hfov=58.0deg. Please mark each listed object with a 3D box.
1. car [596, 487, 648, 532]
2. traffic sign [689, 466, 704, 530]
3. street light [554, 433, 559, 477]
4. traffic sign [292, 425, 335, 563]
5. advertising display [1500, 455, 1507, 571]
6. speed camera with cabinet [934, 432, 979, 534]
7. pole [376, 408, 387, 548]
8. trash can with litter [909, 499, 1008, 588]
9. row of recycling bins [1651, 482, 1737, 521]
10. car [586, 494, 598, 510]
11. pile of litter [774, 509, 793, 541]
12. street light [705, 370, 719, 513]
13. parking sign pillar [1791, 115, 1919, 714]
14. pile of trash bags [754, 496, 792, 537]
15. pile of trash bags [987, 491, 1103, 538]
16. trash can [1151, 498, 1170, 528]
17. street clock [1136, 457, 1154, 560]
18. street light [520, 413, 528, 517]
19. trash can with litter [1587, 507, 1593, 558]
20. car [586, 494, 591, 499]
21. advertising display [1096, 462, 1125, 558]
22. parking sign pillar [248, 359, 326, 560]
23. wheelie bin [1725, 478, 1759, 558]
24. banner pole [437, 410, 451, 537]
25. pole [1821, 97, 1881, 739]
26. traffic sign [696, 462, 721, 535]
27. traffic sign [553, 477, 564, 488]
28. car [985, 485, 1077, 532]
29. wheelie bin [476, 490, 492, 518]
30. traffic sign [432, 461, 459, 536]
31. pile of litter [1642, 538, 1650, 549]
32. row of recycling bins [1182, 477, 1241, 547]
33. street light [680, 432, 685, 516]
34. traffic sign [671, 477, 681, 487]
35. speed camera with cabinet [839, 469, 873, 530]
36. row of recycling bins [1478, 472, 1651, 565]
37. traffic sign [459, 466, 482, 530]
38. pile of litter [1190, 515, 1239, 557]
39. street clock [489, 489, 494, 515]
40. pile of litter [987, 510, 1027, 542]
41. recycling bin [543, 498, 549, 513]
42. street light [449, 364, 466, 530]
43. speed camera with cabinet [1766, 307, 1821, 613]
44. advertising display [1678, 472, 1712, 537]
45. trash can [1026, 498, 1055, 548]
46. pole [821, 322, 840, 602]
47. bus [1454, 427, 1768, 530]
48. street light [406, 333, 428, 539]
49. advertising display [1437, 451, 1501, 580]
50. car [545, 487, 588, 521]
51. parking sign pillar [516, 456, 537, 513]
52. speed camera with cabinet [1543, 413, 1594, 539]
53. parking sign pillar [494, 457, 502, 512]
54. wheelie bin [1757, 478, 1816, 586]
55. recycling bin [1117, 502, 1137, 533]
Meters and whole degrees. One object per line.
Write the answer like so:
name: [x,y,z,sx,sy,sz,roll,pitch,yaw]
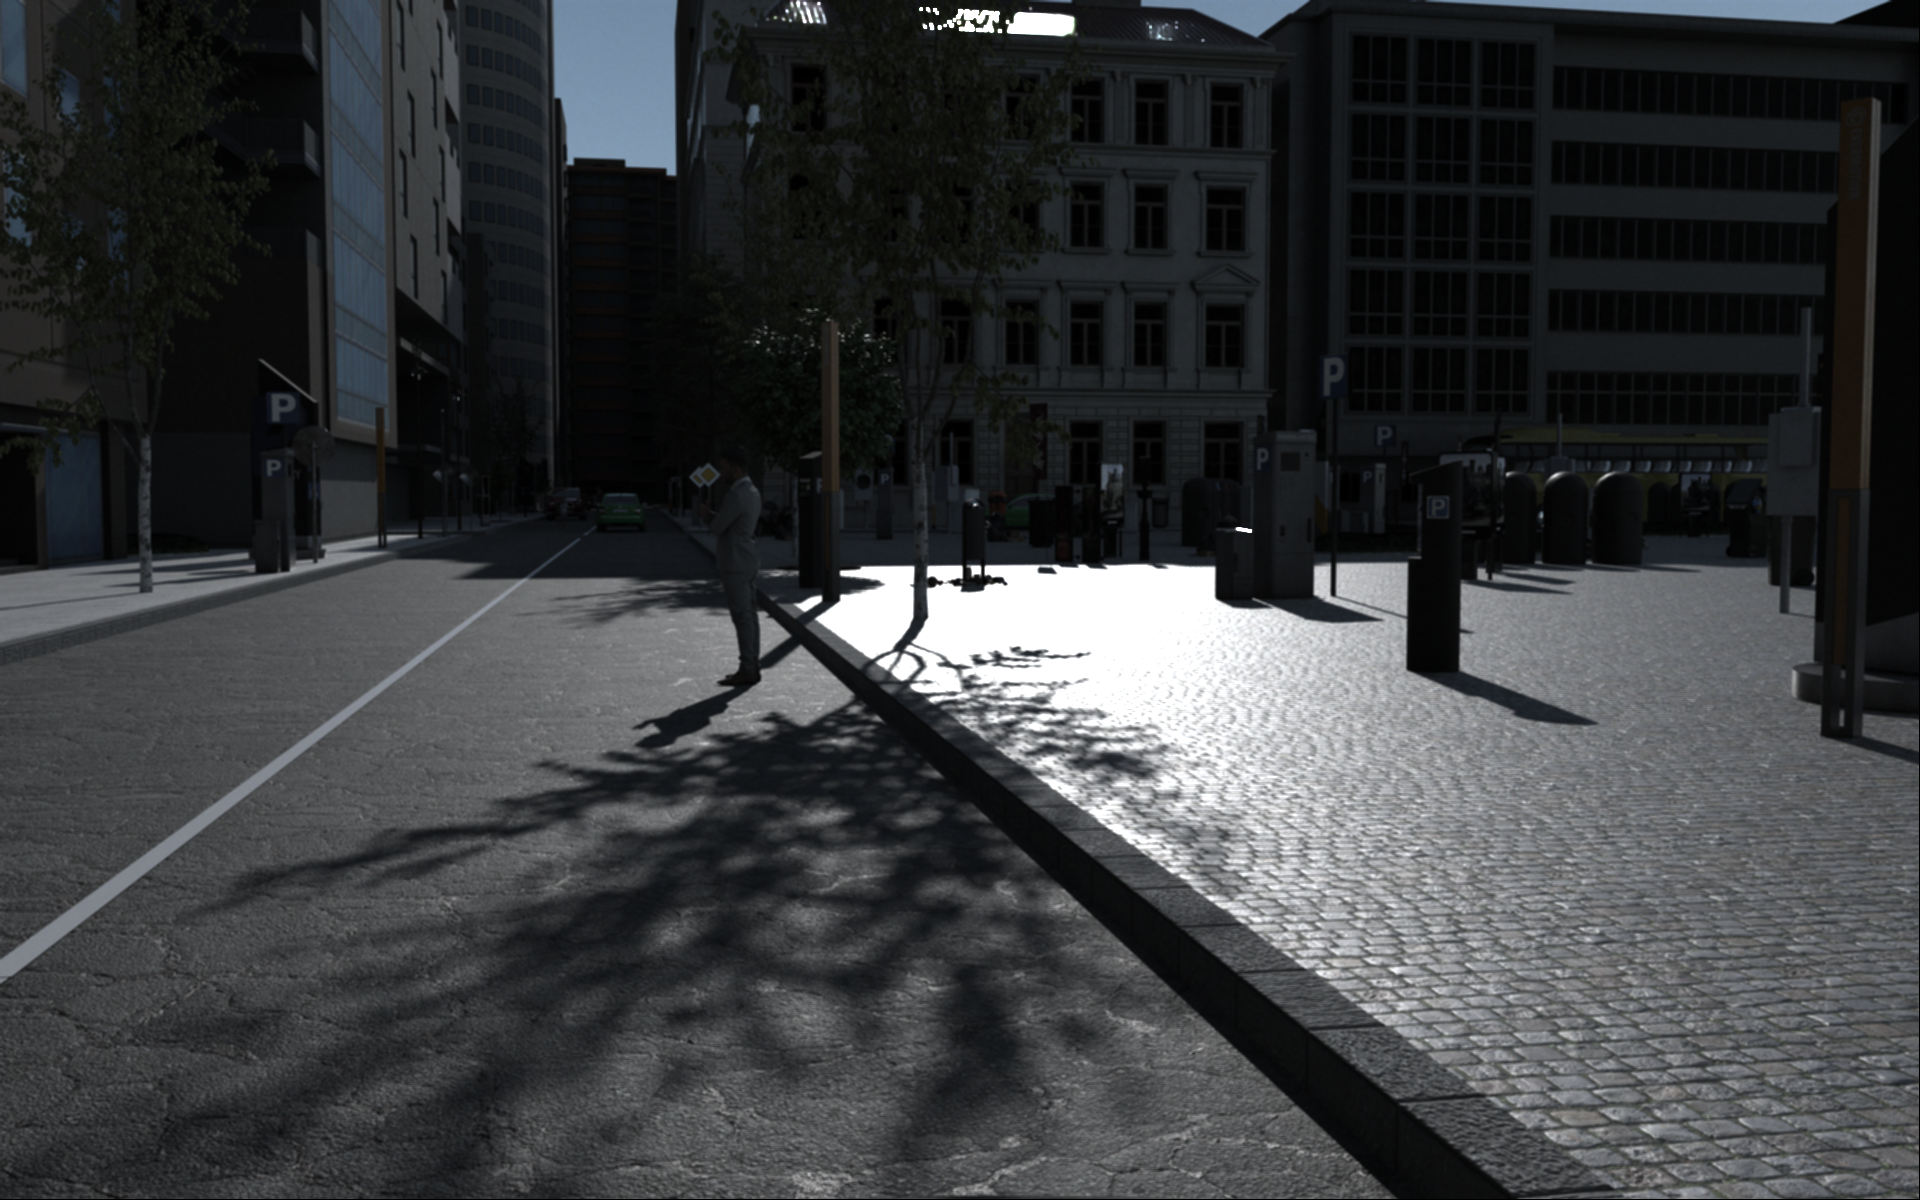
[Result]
car: [-12.969,-3.520,66.354,1.959,1.807,4.718,-1,4,-10]
traffic sign: [-9.399,-3.605,62.578,0.795,2.450,0.064,-1,4,-10]
street light: [-30.722,-9.725,131.786,0.468,5.910,1.993,-1,4,-10]
traffic sign: [-11.992,-1.960,32.151,0.768,2.556,0.104,-1,4,-9]
advertising display: [8.786,-1.421,28.442,0.123,1.923,0.974,2,4,30]
speed camera with cabinet: [-0.102,-3.785,56.221,0.660,3.252,2.038,2,4,30]
pole: [-13.709,-2.885,41.021,0.158,3.312,0.155,0,3,0]
trash can with litter: [-0.101,-0.828,24.591,1.678,1.210,2.233,2,4,32]
row of recycling bins: [24.972,-3.153,58.667,1.069,1.692,3.534,-3,5,-39]
car: [-32.383,-8.840,154.327,2.009,1.686,4.222,-1,4,-9]
pile of litter: [-4.486,-2.112,48.497,1.719,0.858,1.176,-3,4,-37]
street light: [-9.196,-5.602,64.385,0.468,5.910,1.993,-1,4,-10]
parking sign pillar: [5.946,-1.354,10.602,1.447,3.967,1.447,-1,4,-19]
pile of trash bags: [-5.395,-2.658,53.211,3.447,1.369,1.912,-2,4,-31]
pile of trash bags: [2.523,-2.552,51.476,3.447,1.369,1.912,0,3,0]
trash can: [7.549,-3.282,65.315,0.748,1.137,0.748,0,3,0]
street clock: [3.573,-1.770,33.511,0.358,2.002,0.471,0,4,3]
street light: [-24.313,-7.581,96.742,0.468,5.910,1.993,-1,4,-10]
trash can with litter: [12.866,-1.432,34.808,1.055,1.170,0.624,-3,5,-40]
car: [-35.113,-9.504,167.186,2.131,1.459,4.920,-1,4,-10]
advertising display: [3.033,-1.820,34.971,0.123,1.923,0.974,2,4,35]
parking sign pillar: [-13.406,-2.810,34.413,1.447,3.967,1.447,1,4,16]
wheelie bin: [15.977,-1.662,35.089,0.693,1.594,0.980,-1,4,-18]
banner pole: [-15.505,-3.789,51.972,0.401,3.779,0.863,-1,4,-12]
pole: [4.671,-0.932,9.079,0.158,3.312,0.155,0,3,0]
traffic sign: [-7.944,-3.124,54.726,0.795,2.450,0.064,-1,4,-10]
traffic sign: [-30.115,-7.942,129.960,0.768,2.556,0.104,-1,4,-8]
car: [2.285,-3.139,60.124,4.718,1.807,1.959,-1,4,-9]
wheelie bin: [-25.852,-5.265,93.985,0.693,1.594,0.980,0,4,3]
traffic sign: [-15.809,-3.037,53.295,0.795,2.450,0.064,-1,4,-10]
pile of litter: [15.441,-1.604,40.190,1.719,0.858,1.176,-2,4,-29]
row of recycling bins: [6.318,-2.237,43.693,1.069,1.692,3.534,1,4,22]
street light: [-16.052,-7.805,100.404,0.468,5.910,1.993,-1,4,-10]
traffic sign: [-16.850,-6.164,102.915,0.606,2.300,0.079,0,4,-2]
speed camera with cabinet: [-4.212,-4.186,62.782,2.038,3.252,0.660,-1,4,-11]
row of recycling bins: [10.740,-1.523,32.019,3.534,1.692,1.069,1,4,14]
traffic sign: [-17.263,-3.517,61.147,0.795,2.450,0.064,-1,4,-10]
pile of litter: [5.631,-1.339,35.854,1.719,0.858,1.176,0,4,8]
street clock: [-29.214,-6.321,107.921,0.358,2.002,0.471,-3,5,-41]
pile of litter: [1.273,-2.015,46.912,1.176,0.858,1.719,2,4,24]
recycling bin: [-28.346,-6.544,119.545,0.722,1.027,0.722,0,4,6]
street light: [-17.823,-5.427,61.515,0.468,5.910,1.993,-1,4,-10]
speed camera with cabinet: [9.527,-1.449,18.020,0.660,3.252,2.038,-3,4,-36]
advertising display: [21.826,-2.829,51.461,0.974,1.923,0.123,0,4,-5]
trash can: [1.963,-1.836,41.672,0.748,1.137,0.748,0,3,0]
pole: [-1.543,-1.639,20.647,0.158,3.312,0.155,0,3,0]
bus: [24.416,-4.480,64.795,12.252,3.916,2.896,-1,4,-9]
street light: [-15.593,-4.715,49.879,0.468,5.910,1.993,-1,4,-10]
advertising display: [7.623,-1.277,26.090,0.123,1.923,0.974,-3,5,-41]
car: [-21.539,-5.276,94.942,2.281,1.827,5.304,-1,4,-10]
parking sign pillar: [-29.440,-7.877,117.264,1.447,3.967,1.447,2,4,34]
speed camera with cabinet: [15.409,-2.942,42.441,2.038,3.252,0.660,2,4,27]
parking sign pillar: [-34.070,-8.421,126.162,1.447,3.967,1.447,-3,5,-42]
wheelie bin: [11.686,-1.007,24.376,0.693,1.594,0.980,1,4,20]
recycling bin: [5.453,-2.709,56.846,0.722,1.027,0.722,0,4,6]
